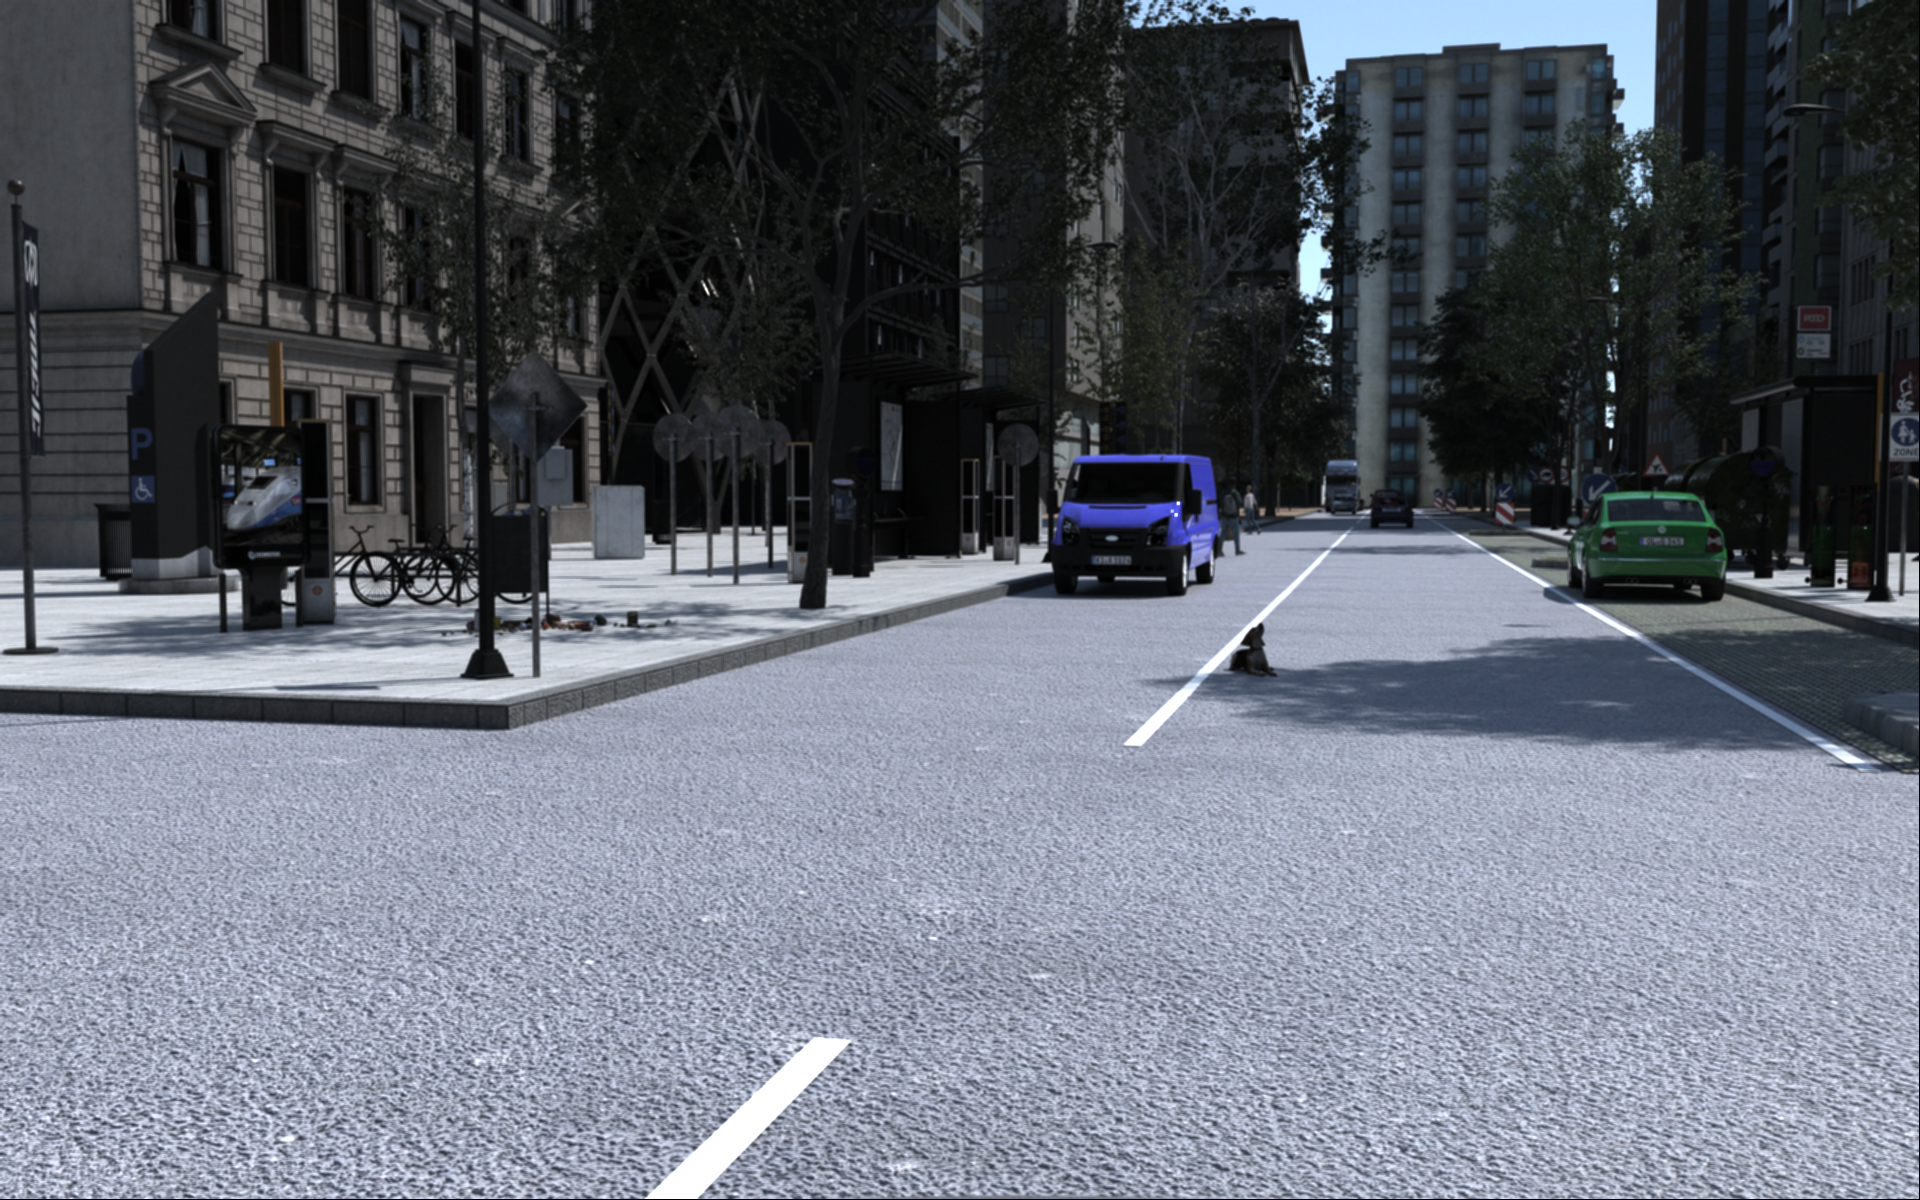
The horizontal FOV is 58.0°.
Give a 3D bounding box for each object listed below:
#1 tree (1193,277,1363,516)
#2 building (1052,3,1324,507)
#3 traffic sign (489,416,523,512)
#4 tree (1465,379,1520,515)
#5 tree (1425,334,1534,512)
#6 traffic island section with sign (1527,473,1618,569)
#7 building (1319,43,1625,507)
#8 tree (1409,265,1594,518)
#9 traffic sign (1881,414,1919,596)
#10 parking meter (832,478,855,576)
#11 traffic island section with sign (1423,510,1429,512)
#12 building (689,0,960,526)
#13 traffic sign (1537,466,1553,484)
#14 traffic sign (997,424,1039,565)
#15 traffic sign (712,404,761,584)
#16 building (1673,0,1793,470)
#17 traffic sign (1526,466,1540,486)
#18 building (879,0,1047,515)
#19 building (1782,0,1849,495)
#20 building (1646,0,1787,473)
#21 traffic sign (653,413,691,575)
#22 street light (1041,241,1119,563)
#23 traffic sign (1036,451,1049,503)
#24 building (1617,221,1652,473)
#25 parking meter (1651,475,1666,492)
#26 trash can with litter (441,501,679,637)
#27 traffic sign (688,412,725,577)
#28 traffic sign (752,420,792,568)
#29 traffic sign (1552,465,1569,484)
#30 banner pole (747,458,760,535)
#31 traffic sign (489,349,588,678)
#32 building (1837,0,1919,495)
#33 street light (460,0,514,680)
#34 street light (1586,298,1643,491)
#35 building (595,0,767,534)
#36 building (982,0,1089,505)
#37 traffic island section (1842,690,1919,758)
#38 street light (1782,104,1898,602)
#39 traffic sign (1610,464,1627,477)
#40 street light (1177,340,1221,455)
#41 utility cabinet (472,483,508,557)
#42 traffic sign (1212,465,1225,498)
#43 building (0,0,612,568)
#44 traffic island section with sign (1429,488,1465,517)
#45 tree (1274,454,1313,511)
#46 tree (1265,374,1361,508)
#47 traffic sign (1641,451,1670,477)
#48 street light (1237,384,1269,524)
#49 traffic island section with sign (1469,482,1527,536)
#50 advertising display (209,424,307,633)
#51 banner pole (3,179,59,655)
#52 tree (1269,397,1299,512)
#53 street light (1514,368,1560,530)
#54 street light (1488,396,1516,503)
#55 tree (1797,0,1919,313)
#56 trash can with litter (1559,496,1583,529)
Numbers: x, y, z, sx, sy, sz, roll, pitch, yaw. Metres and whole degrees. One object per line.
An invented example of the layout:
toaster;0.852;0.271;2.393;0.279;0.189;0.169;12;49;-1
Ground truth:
tree;18.326;-11.905;101.309;9.857;13.997;8.962;0;3;0
building;26.942;-37.103;195.869;27.495;52.752;28.713;1;4;14
traffic sign;-5.821;-1.373;22.547;0.768;2.556;0.104;1;4;19
tree;31.943;-9.387;103.838;4.737;8.622;4.395;0;3;0
tree;37.407;-12.467;121.964;7.486;12.596;7.792;0;3;0
traffic island section with sign;12.233;-1.535;33.723;1.989;1.847;2.006;1;4;14
building;54.713;-34.732;187.477;30.456;49.044;23.786;1;4;14
tree;29.278;-11.465;94.106;9.857;13.997;8.962;0;3;0
traffic sign;11.884;-1.203;21.792;0.606;2.300;0.079;1;4;22
parking meter;-1.840;-1.161;27.388;0.372;1.533;0.369;0;3;0
traffic island section with sign;37.337;-7.774;135.735;1.989;1.847;2.006;1;4;14
building;-7.854;-15.195;78.111;12.332;23.373;15.834;1;4;14
traffic sign;26.876;-4.854;79.472;0.768;2.556;0.104;1;4;20
traffic sign;1.040;-1.914;31.406;0.768;2.556;0.104;1;4;15
traffic sign;-3.195;-1.501;24.641;0.768;2.556;0.104;1;4;20
building;58.781;-48.481;105.334;22.319;86.520;31.000;1;4;14
traffic sign;26.467;-4.873;79.775;0.768;2.556;0.104;1;4;15
building;-11.914;-25.177;103.531;32.217;40.220;23.993;1;4;14
building;48.822;-24.600;85.810;14.154;41.232;14.086;1;4;14
building;60.175;-29.328;129.632;14.600;45.320;14.200;1;4;14
traffic sign;-4.525;-1.663;27.300;0.768;2.556;0.104;1;4;22
street light;2.225;-3.643;32.106;1.470;5.913;1.316;1;4;14
traffic sign;2.335;-3.156;51.703;0.768;2.556;0.104;1;4;14
building;75.294;-24.794;177.076;14.107;30.474;14.160;1;4;14
parking meter;20.973;-2.834;52.053;0.255;1.863;0.399;-1;4;-23
trash can with litter;-3.780;-0.332;16.486;2.233;1.210;1.678;-1;4;-16
traffic sign;-3.873;-1.630;26.763;0.768;2.556;0.104;1;4;18
traffic sign;-3.273;-1.819;29.850;0.768;2.556;0.104;1;4;16
traffic sign;26.630;-4.688;76.760;0.768;2.556;0.104;2;4;23
banner pole;-6.430;-3.916;54.041;0.401;3.779;0.863;0;4;2
traffic sign;-2.961;-0.515;12.062;0.795;2.450;0.064;1;4;14
building;43.366;-15.251;67.376;12.078;24.808;19.932;1;4;14
street light;-2.794;-2.403;11.837;1.470;5.913;1.316;1;4;14
street light;15.497;-4.186;40.978;1.470;5.913;1.316;1;4;14
building;-15.309;-11.627;57.554;16.820;18.784;16.811;1;4;14
building;-1.864;-33.540;137.610;27.495;52.752;28.713;1;4;14
traffic island section;6.327;0.761;9.840;2.009;0.180;2.903;1;4;14
street light;10.509;-2.946;20.714;1.470;5.913;1.316;1;4;14
traffic sign;28.157;-4.531;74.193;0.768;2.556;0.104;1;4;20
street light;7.147;-4.883;52.386;1.470;5.913;1.316;1;4;14
utility cabinet;-9.439;-1.593;34.723;0.318;1.500;1.173;-3;5;-39
traffic sign;11.107;-4.586;75.083;0.768;2.556;0.104;1;4;16
building;-16.417;-10.681;39.264;10.561;19.102;19.286;1;4;14
traffic island section with sign;30.833;-6.157;109.287;1.989;1.847;2.006;1;4;14
tree;25.254;-9.119;132.816;4.285;4.588;4.351;0;3;0
tree;31.967;-14.855;159.893;9.611;12.733;9.660;0;3;0
traffic sign;21.244;-3.232;52.854;0.884;2.594;0.081;1;4;22
street light;12.337;-6.164;73.318;1.470;5.913;1.316;1;4;14
traffic island section with sign;18.677;-3.136;59.900;1.989;1.847;2.006;1;4;14
advertising display;-6.599;-0.680;16.333;0.123;1.923;0.974;2;4;29
banner pole;-7.561;-1.473;14.098;0.401;3.779;0.863;-1;4;-14
tree;22.060;-10.424;120.797;4.737;8.622;4.395;0;3;0
street light;20.635;-5.442;61.511;1.470;5.913;1.316;1;4;14
street light;25.615;-6.682;81.791;1.470;5.913;1.316;1;4;14
tree;11.130;-5.952;15.448;7.486;12.596;7.792;0;3;0
trash can with litter;22.949;-3.230;63.865;1.678;1.210;2.233;1;4;21
